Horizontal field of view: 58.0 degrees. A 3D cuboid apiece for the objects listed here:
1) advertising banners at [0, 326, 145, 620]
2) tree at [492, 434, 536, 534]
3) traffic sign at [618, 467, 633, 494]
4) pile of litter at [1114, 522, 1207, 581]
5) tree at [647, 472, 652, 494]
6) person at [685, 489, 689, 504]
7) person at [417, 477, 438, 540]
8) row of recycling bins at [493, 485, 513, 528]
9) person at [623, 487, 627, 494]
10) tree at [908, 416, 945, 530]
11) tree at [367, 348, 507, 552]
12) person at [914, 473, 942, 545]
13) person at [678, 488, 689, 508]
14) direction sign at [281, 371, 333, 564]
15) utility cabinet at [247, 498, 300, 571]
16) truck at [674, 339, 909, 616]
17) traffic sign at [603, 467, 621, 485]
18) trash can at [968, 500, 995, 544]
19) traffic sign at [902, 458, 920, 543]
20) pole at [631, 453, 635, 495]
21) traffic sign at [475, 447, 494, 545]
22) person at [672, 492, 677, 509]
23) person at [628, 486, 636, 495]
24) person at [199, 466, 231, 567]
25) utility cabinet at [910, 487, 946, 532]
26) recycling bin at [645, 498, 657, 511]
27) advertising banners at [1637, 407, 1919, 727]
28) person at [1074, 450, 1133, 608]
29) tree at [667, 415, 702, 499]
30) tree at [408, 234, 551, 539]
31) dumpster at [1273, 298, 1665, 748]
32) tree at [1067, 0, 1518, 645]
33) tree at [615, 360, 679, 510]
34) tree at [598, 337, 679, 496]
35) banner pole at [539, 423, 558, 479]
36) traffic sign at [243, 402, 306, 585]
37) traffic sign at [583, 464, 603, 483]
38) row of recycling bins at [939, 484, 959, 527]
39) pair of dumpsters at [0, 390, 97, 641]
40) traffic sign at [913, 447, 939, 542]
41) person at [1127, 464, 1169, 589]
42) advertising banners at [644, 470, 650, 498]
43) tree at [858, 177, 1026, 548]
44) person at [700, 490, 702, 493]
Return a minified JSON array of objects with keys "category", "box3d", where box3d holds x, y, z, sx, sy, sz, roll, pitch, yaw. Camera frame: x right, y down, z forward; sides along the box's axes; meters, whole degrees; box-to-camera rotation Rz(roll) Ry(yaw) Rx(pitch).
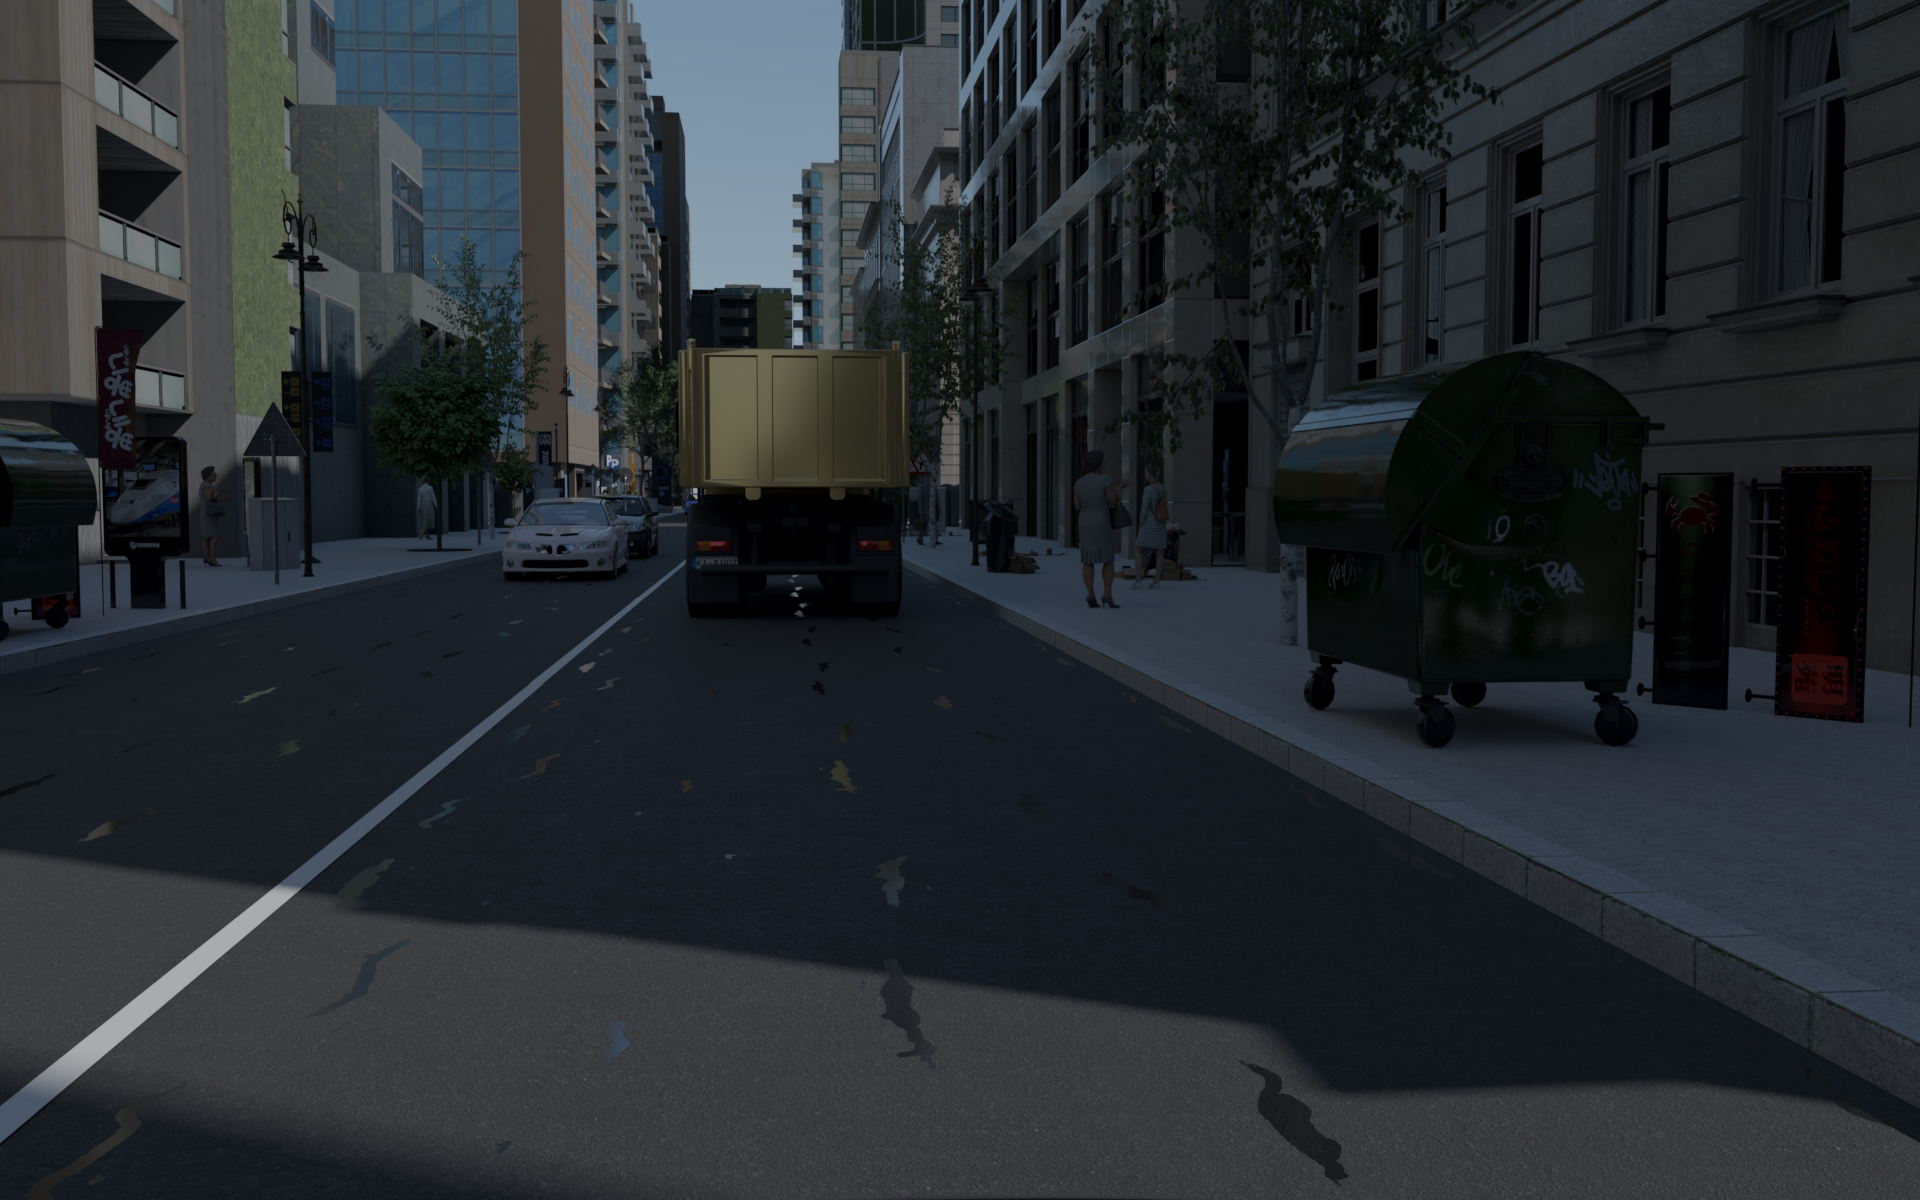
[{"category":"advertising banners","box3d":[-9.301,-1.314,17.679,0.090,3.025,2.074,3,4,38]},{"category":"tree","box3d":[-14.615,-3.781,56.427,1.663,3.219,1.824,0,3,0]},{"category":"traffic sign","box3d":[-15.987,-5.056,82.769,0.768,2.556,0.104,0,4,1]},{"category":"pile of litter","box3d":[2.962,-0.744,26.135,1.176,0.858,1.719,-2,4,-25]},{"category":"tree","box3d":[-25.924,-9.350,147.481,1.663,3.219,1.824,0,3,0]},{"category":"person","box3d":[-25.543,-9.442,161.143,0.721,1.743,1.217,1,4,16]},{"category":"person","box3d":[-14.835,-2.557,48.071,0.478,1.798,0.641,2,4,28]},{"category":"row of recycling bins","box3d":[-18.711,-3.584,65.719,3.534,1.692,1.069,0,4,1]},{"category":"person","box3d":[-23.610,-7.051,121.742,0.534,1.772,0.576,-1,4,-22]},{"category":"tree","box3d":[-2.223,-4.771,61.723,4.285,4.588,4.351,0,3,0]},{"category":"tree","box3d":[-11.790,-3.381,38.993,4.285,4.588,4.351,0,3,0]},{"category":"person","box3d":[-0.772,-2.291,43.596,0.694,1.812,0.767,-3,5,-39]},{"category":"person","box3d":[-24.574,-9.100,154.822,1.348,1.824,0.705,0,4,6]},{"category":"direction sign","box3d":[-12.048,-2.448,32.029,0.876,3.537,0.379,-1,4,-13]},{"category":"utility cabinet","box3d":[-11.606,-1.112,29.349,0.306,1.237,1.020,1,4,13]},{"category":"truck","box3d":[-2.373,-1.717,23.992,3.469,3.379,9.791,0,4,-7]},{"category":"traffic sign","box3d":[-14.862,-4.384,73.872,0.795,2.593,0.064,0,4,-6]},{"category":"trash can","box3d":[0.549,-2.009,44.495,0.748,1.137,0.748,0,3,0]},{"category":"traffic sign","box3d":[-1.490,-2.794,45.689,0.884,2.594,0.081,0,4,-5]},{"category":"pole","box3d":[-16.216,-5.629,85.885,0.158,3.312,0.155,0,3,0]},{"category":"traffic sign","box3d":[-12.066,-2.649,43.413,0.768,2.556,0.104,0,4,-3]},{"category":"person","box3d":[-24.943,-8.659,150.849,0.697,1.427,0.421,-3,4,-37]},{"category":"person","box3d":[-22.491,-6.914,118.897,0.655,1.846,0.447,-1,4,-10]},{"category":"person","box3d":[-13.185,-1.485,30.679,0.532,1.782,0.716,-2,4,-23]},{"category":"utility cabinet","box3d":[-1.069,-2.988,57.535,1.173,1.500,0.318,0,4,4]},{"category":"recycling bin","box3d":[-18.710,-5.614,104.343,0.722,1.027,0.722,-3,5,-40]},{"category":"advertising banners","box3d":[4.878,-0.833,9.811,0.090,3.025,2.074,-3,5,-41]},{"category":"person","box3d":[1.655,-0.803,19.524,0.716,1.782,0.532,3,4,36]},{"category":"tree","box3d":[-25.455,-13.038,163.539,4.360,8.622,3.978,0,3,0]},{"category":"tree","box3d":[-13.343,-6.030,48.957,4.737,8.622,4.395,0,3,0]},{"category":"dumpster","box3d":[2.723,-0.429,9.515,1.502,2.255,1.985,0,4,-6]},{"category":"tree","box3d":[2.810,-3.937,14.726,4.360,8.622,3.978,0,3,0]},{"category":"tree","box3d":[-22.819,-12.814,135.258,9.928,11.665,9.643,0,3,0]},{"category":"tree","box3d":[-18.605,-10.261,102.183,7.601,10.594,8.767,0,4,-1]},{"category":"banner pole","box3d":[-14.344,-4.320,60.643,0.863,3.779,0.401,0,4,-1]},{"category":"traffic sign","box3d":[-9.677,-1.496,24.464,0.884,2.594,0.081,0,4,-1]},{"category":"traffic sign","box3d":[-13.983,-3.899,65.935,0.795,2.593,0.064,0,4,-6]},{"category":"row of recycling bins","box3d":[0.442,-3.663,67.001,3.534,1.692,1.069,3,5,43]},{"category":"pair of dumpsters","box3d":[-8.787,-0.729,14.407,1.574,2.255,4.437,0,4,-6]},{"category":"traffic sign","box3d":[-1.010,-2.841,46.460,0.884,2.594,0.081,0,4,1]},{"category":"person","box3d":[2.598,-0.998,23.363,0.512,1.701,0.522,-3,5,-44]},{"category":"advertising banners","box3d":[-22.068,-7.922,125.717,2.074,3.025,0.090,-2,4,-35]},{"category":"tree","box3d":[-0.577,-5.555,41.194,4.737,8.622,4.395,0,3,0]},{"category":"person","box3d":[-26.635,-10.444,177.361,0.434,1.755,0.990,-3,5,-43]}]
